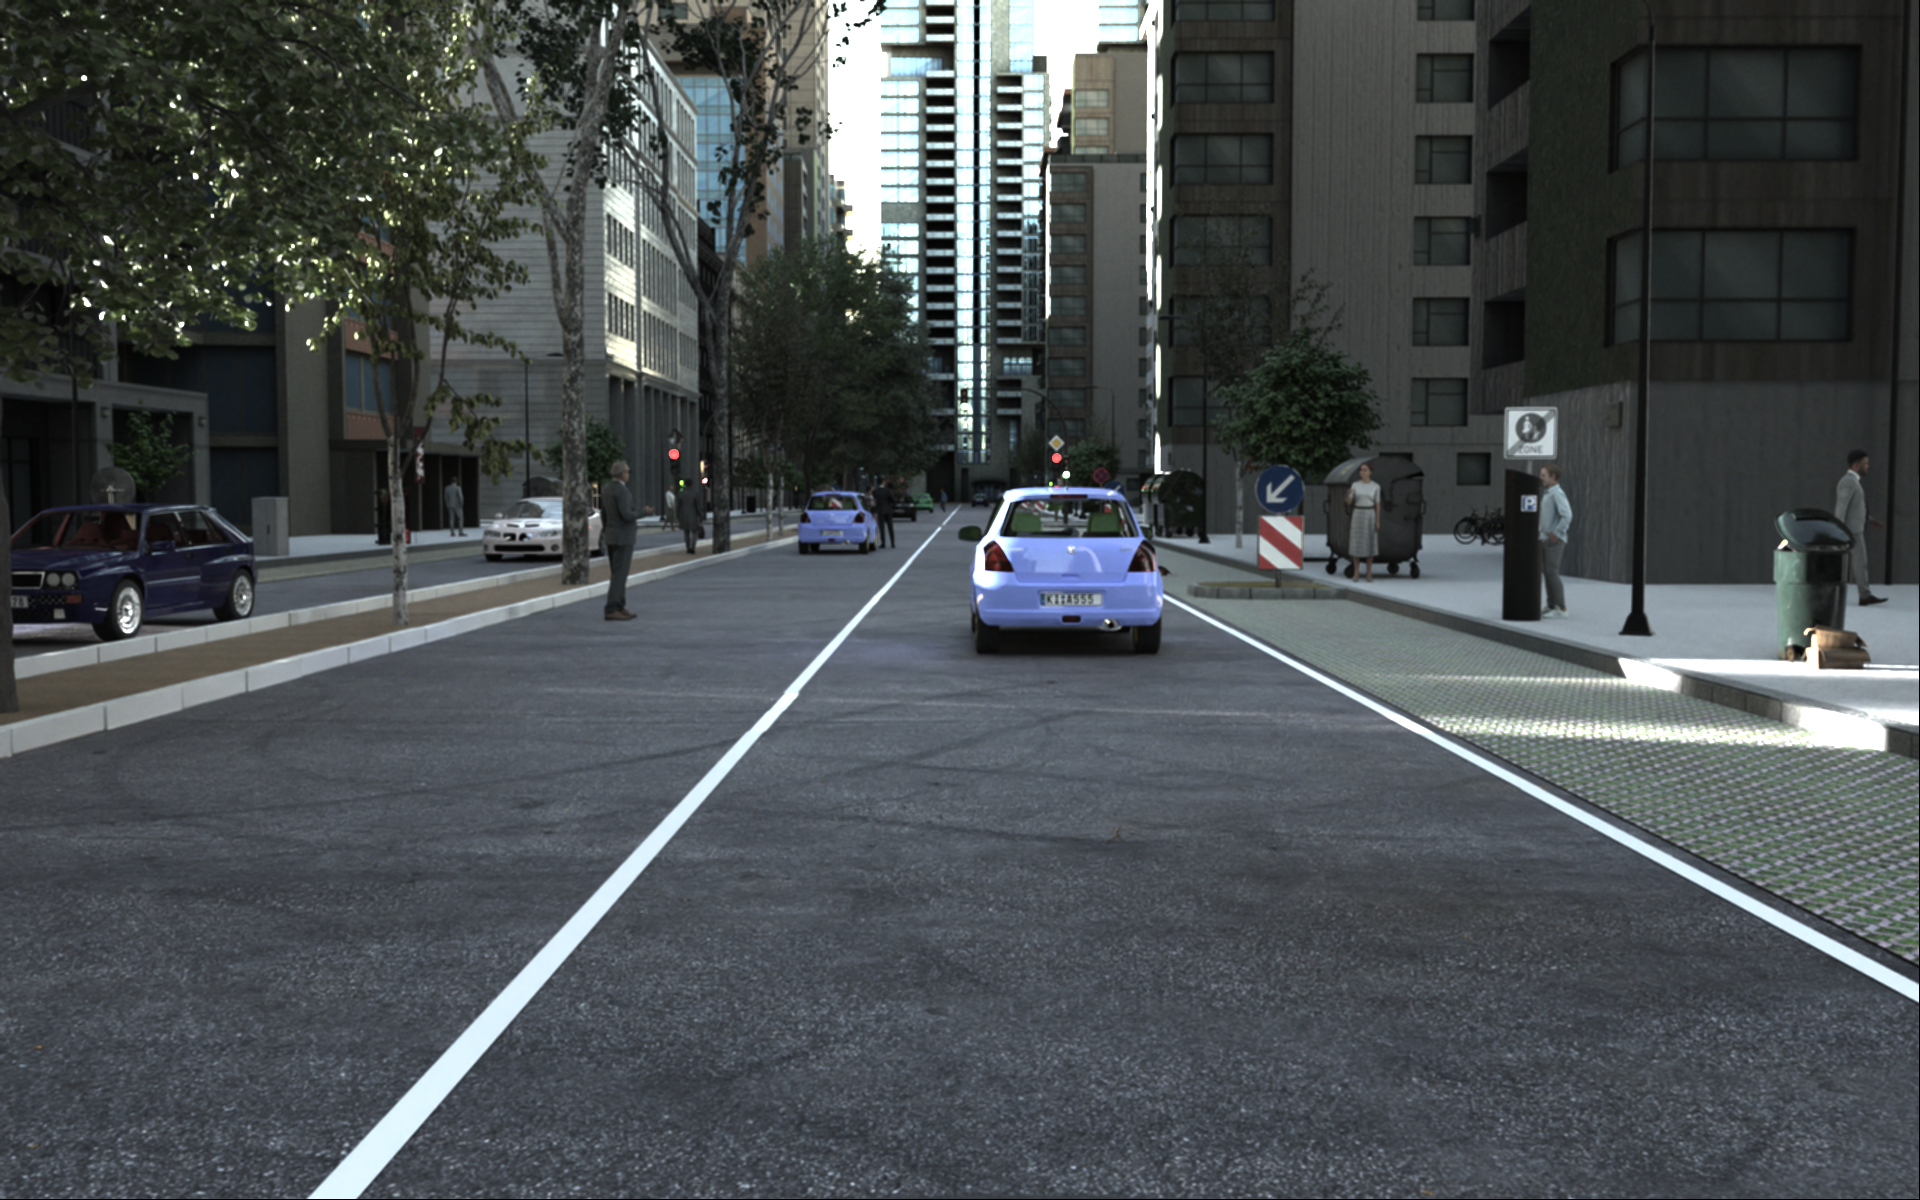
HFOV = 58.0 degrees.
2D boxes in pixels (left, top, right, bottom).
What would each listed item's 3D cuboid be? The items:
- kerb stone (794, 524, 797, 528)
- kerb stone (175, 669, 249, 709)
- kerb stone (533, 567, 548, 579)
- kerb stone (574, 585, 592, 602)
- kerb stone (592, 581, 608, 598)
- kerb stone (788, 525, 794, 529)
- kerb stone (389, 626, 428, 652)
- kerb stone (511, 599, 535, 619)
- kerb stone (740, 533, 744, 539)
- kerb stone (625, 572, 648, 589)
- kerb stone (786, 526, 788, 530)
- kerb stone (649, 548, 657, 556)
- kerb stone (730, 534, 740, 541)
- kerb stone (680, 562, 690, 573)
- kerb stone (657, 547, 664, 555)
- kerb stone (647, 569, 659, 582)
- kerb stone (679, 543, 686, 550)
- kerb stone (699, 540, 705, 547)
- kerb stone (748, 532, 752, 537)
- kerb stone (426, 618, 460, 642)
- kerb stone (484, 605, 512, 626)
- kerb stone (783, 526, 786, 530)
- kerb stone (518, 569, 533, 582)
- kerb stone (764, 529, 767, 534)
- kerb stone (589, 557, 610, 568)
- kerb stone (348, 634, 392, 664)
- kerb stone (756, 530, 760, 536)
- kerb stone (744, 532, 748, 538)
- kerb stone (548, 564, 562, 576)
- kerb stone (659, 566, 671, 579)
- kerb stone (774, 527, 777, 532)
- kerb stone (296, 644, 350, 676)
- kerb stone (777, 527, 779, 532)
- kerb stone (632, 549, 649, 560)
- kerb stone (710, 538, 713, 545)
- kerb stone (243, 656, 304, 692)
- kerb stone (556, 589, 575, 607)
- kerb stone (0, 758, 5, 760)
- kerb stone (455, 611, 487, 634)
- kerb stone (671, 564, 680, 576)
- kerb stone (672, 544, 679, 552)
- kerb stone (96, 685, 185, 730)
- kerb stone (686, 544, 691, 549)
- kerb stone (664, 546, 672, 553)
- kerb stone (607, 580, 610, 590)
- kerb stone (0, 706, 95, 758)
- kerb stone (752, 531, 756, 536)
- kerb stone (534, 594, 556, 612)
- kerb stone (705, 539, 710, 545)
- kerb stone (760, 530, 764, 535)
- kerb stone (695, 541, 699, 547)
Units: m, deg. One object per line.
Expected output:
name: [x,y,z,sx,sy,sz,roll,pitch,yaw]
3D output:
kerb stone: [-6.957,-3.011,71.432,0.120,0.150,1.000,0,4,0]
kerb stone: [-5.225,0.622,12.019,0.120,0.150,1.000,0,4,0]
kerb stone: [-7.216,-0.441,29.410,0.120,0.150,1.000,0,4,0]
kerb stone: [-5.150,-0.067,23.289,0.120,0.150,1.000,0,4,0]
kerb stone: [-5.141,-0.129,24.320,0.120,0.150,1.000,0,4,0]
kerb stone: [-6.963,-2.949,70.410,0.120,0.150,1.000,0,4,0]
kerb stone: [-5.195,0.371,16.128,0.120,0.150,1.000,0,4,0]
kerb stone: [-5.172,0.126,20.216,0.120,0.150,1.000,0,4,0]
kerb stone: [-7.063,-2.006,55.018,0.120,0.150,1.000,0,4,0]
kerb stone: [-5.131,-0.318,27.408,0.120,0.150,1.000,0,4,0]
kerb stone: [-6.988,-2.823,68.359,0.120,0.150,1.000,0,4,0]
kerb stone: [-7.154,-1.068,39.662,0.120,0.150,1.000,0,4,0]
kerb stone: [-7.067,-1.945,53.996,0.120,0.150,1.000,0,4,0]
kerb stone: [-5.105,-0.569,31.503,0.120,0.150,1.000,0,4,0]
kerb stone: [-7.151,-1.128,40.684,0.120,0.150,1.000,0,4,0]
kerb stone: [-5.126,-0.381,28.431,0.120,0.150,1.000,0,4,0]
kerb stone: [-7.135,-1.319,43.761,0.120,0.150,1.000,0,4,0]
kerb stone: [-7.113,-1.507,46.833,0.120,0.150,1.000,0,4,0]
kerb stone: [-7.053,-2.129,57.062,0.120,0.150,1.000,0,4,0]
kerb stone: [-5.188,0.317,17.151,0.120,0.150,1.000,0,4,0]
kerb stone: [-5.183,0.184,19.194,0.120,0.150,1.000,0,4,0]
kerb stone: [-6.991,-2.756,67.328,0.120,0.150,1.000,0,4,0]
kerb stone: [-7.226,-0.379,28.388,0.120,0.150,1.000,0,4,0]
kerb stone: [-7.022,-2.383,61.181,0.120,0.150,1.000,0,4,0]
kerb stone: [-7.182,-0.755,34.541,0.120,0.150,1.000,0,4,0]
kerb stone: [-5.207,0.438,15.106,0.120,0.150,1.000,0,4,0]
kerb stone: [-7.031,-2.254,59.129,0.120,0.150,1.000,0,4,0]
kerb stone: [-7.051,-2.070,56.040,0.120,0.150,1.000,0,4,0]
kerb stone: [-7.213,-0.501,30.434,0.120,0.150,1.000,0,4,0]
kerb stone: [-5.106,-0.441,29.453,0.120,0.150,1.000,0,4,0]
kerb stone: [-7.000,-2.572,64.251,0.120,0.150,1.000,0,4,0]
kerb stone: [-5.215,0.497,14.072,0.120,0.150,1.000,0,4,0]
kerb stone: [-6.987,-2.698,66.306,0.120,0.150,1.000,0,4,0]
kerb stone: [-7.153,-1.006,38.637,0.120,0.150,1.000,0,4,0]
kerb stone: [-7.092,-1.627,48.878,0.120,0.150,1.000,0,4,0]
kerb stone: [-5.213,0.560,13.041,0.120,0.150,1.000,0,4,0]
kerb stone: [-5.155,0.000,22.267,0.120,0.150,1.000,0,4,0]
kerb stone: [-5.238,0.812,8.947,0.120,0.150,1.000,0,4,0]
kerb stone: [-5.186,0.246,18.172,0.120,0.150,1.000,0,4,0]
kerb stone: [-5.108,-0.506,30.476,0.120,0.150,1.000,0,4,0]
kerb stone: [-7.133,-1.256,42.736,0.120,0.150,1.000,0,4,0]
kerb stone: [-5.226,0.685,10.997,0.120,0.150,1.000,0,4,0]
kerb stone: [-7.118,-1.382,44.785,0.120,0.150,1.000,0,4,0]
kerb stone: [-7.146,-1.186,41.714,0.120,0.150,1.000,0,4,0]
kerb stone: [-5.147,-0.193,25.353,0.120,0.150,1.000,0,4,0]
kerb stone: [-5.239,0.748,9.970,0.120,0.150,1.000,0,4,0]
kerb stone: [-7.044,-2.196,58.100,0.120,0.150,1.000,0,4,0]
kerb stone: [-5.170,0.060,21.238,0.120,0.150,1.000,0,4,0]
kerb stone: [-7.108,-1.569,47.855,0.120,0.150,1.000,0,4,0]
kerb stone: [-7.027,-2.314,60.151,0.120,0.150,1.000,0,4,0]
kerb stone: [-7.116,-1.444,45.811,0.120,0.150,1.000,0,4,0]
